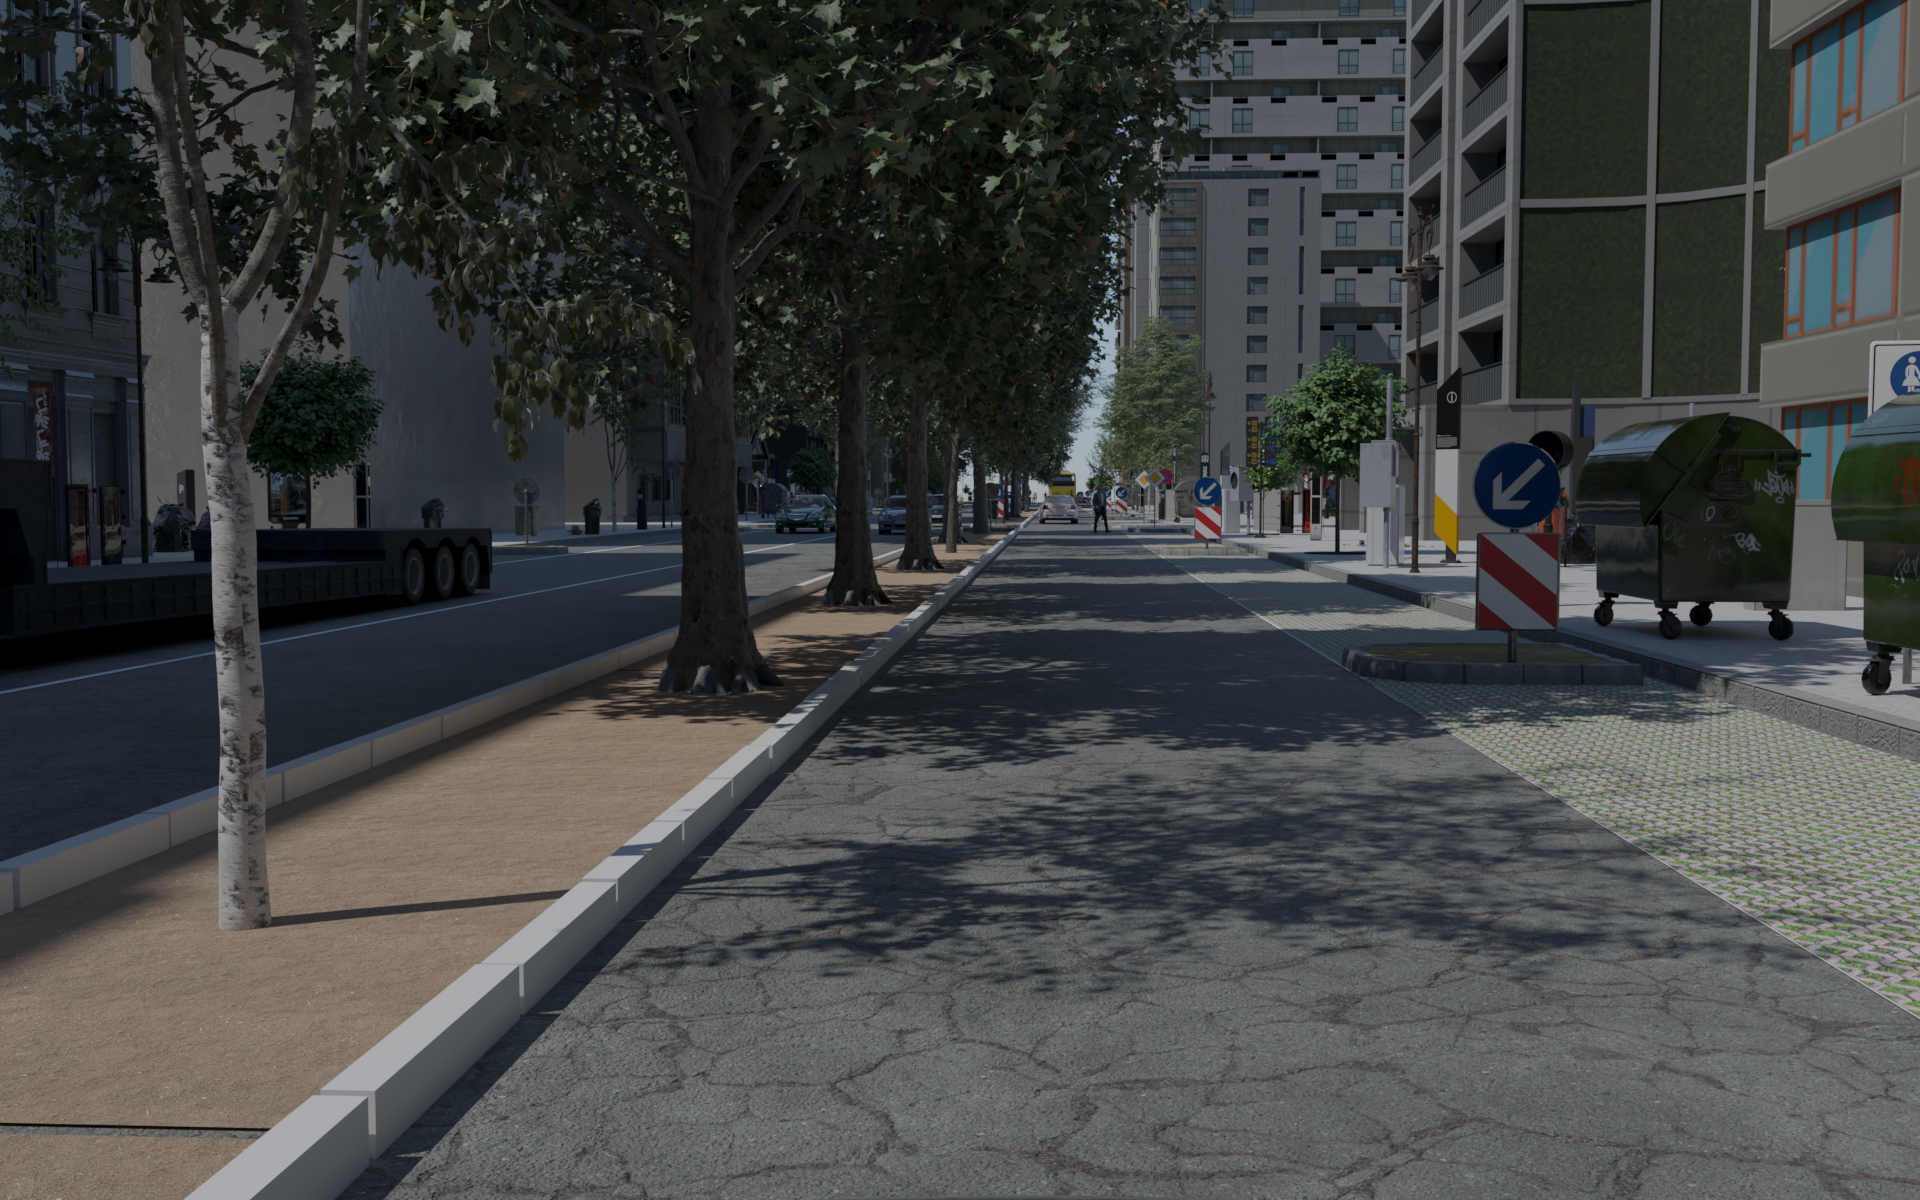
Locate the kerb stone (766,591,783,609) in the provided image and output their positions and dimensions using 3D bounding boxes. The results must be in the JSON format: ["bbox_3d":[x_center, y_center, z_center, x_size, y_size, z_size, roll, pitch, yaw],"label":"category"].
[{"bbox_3d":[-2.400,0.024,21.804,0.120,0.150,1.000,0,4,3],"label":"kerb stone"}]

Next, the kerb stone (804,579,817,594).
[{"bbox_3d":[-2.223,-0.164,24.870,0.120,0.150,1.000,0,4,3],"label":"kerb stone"}]

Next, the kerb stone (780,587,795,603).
[{"bbox_3d":[-2.343,-0.039,22.828,0.120,0.150,1.000,0,4,3],"label":"kerb stone"}]

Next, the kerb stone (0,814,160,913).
[{"bbox_3d":[-3.260,0.963,6.451,0.120,0.150,1.000,0,4,3],"label":"kerb stone"}]

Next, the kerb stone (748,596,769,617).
[{"bbox_3d":[-2.460,0.086,20.783,0.120,0.150,1.000,0,4,3],"label":"kerb stone"}]

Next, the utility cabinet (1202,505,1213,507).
[{"bbox_3d":[11.713,-4.402,83.133,1.020,1.237,0.306,-3,5,-41],"label":"utility cabinet"}]

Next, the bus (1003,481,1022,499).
[{"bbox_3d":[6.201,-13.363,213.336,2.948,3.499,13.247,0,4,3],"label":"bus"}]

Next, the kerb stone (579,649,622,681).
[{"bbox_3d":[-2.862,0.525,13.604,0.120,0.150,1.000,0,4,3],"label":"kerb stone"}]

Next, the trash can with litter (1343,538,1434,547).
[{"bbox_3d":[10.386,-1.923,42.492,1.678,1.210,2.233,-2,4,-31],"label":"trash can with litter"}]

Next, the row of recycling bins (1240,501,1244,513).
[{"bbox_3d":[17.882,-6.794,118.201,1.069,1.692,3.534,-3,5,-44],"label":"row of recycling bins"}]

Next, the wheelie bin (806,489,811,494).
[{"bbox_3d":[-9.105,-5.750,101.927,0.693,1.594,0.980,1,4,19],"label":"wheelie bin"}]

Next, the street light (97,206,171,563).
[{"bbox_3d":[-13.334,-3.388,28.175,0.468,5.910,1.993,0,4,3],"label":"street light"}]

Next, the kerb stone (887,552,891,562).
[{"bbox_3d":[-1.592,-0.852,36.127,0.120,0.150,1.000,0,4,3],"label":"kerb stone"}]

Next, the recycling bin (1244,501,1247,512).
[{"bbox_3d":[20.155,-6.849,124.538,0.722,1.027,0.722,-1,4,-16],"label":"recycling bin"}]

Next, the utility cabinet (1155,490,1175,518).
[{"bbox_3d":[10.827,-5.044,91.141,1.173,1.500,0.318,1,4,11],"label":"utility cabinet"}]

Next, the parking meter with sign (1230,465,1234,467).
[{"bbox_3d":[16.287,-6.687,105.601,0.543,3.016,1.738,0,4,0],"label":"parking meter with sign"}]

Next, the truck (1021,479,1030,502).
[{"bbox_3d":[9.942,-17.892,282.291,2.967,4.110,18.799,0,4,3],"label":"truck"}]

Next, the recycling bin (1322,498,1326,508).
[{"bbox_3d":[22.065,-5.716,106.009,0.722,1.027,0.722,0,4,1],"label":"recycling bin"}]

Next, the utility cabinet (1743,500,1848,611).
[{"bbox_3d":[9.226,-0.487,19.127,1.020,1.237,0.306,0,4,-1],"label":"utility cabinet"}]

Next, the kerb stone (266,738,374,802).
[{"bbox_3d":[-3.148,0.838,8.499,0.120,0.150,1.000,0,4,3],"label":"kerb stone"}]

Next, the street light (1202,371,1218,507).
[{"bbox_3d":[9.332,-5.631,64.847,0.468,5.910,1.993,0,4,3],"label":"street light"}]

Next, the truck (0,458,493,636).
[{"bbox_3d":[-8.572,-1.587,15.698,2.967,4.110,18.799,0,4,4],"label":"truck"}]

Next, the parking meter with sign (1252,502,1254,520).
[{"bbox_3d":[15.096,-5.589,87.649,0.543,3.016,1.738,1,4,17],"label":"parking meter with sign"}]

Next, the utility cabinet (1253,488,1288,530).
[{"bbox_3d":[10.937,-3.201,61.011,1.173,1.500,0.318,1,4,11],"label":"utility cabinet"}]

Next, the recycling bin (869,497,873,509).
[{"bbox_3d":[-7.844,-8.170,146.131,0.722,1.027,0.722,-3,4,-36],"label":"recycling bin"}]

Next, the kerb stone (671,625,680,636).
[{"bbox_3d":[-2.692,0.338,16.676,0.120,0.150,1.000,0,4,3],"label":"kerb stone"}]

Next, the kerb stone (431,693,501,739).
[{"bbox_3d":[-3.028,0.714,10.542,0.120,0.150,1.000,0,4,3],"label":"kerb stone"}]

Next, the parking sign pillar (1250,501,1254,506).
[{"bbox_3d":[23.968,-9.406,142.266,1.447,3.967,1.447,-3,4,-38],"label":"parking sign pillar"}]

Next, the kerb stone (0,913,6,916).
[{"bbox_3d":[-3.322,1.035,5.420,0.120,0.150,1.000,0,4,3],"label":"kerb stone"}]

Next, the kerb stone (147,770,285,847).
[{"bbox_3d":[-3.211,0.900,7.479,0.120,0.150,1.000,0,4,3],"label":"kerb stone"}]

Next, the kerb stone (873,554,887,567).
[{"bbox_3d":[-1.641,-0.790,35.106,0.120,0.150,1.000,0,4,3],"label":"kerb stone"}]

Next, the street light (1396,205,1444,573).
[{"bbox_3d":[7.403,-3.378,28.018,0.468,5.910,1.993,0,4,3],"label":"street light"}]

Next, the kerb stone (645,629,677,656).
[{"bbox_3d":[-2.750,0.400,15.648,0.120,0.150,1.000,0,4,3],"label":"kerb stone"}]

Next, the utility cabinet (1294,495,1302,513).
[{"bbox_3d":[22.963,-6.537,118.034,0.306,1.237,1.020,-1,4,-17],"label":"utility cabinet"}]

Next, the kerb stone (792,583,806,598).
[{"bbox_3d":[-2.287,-0.101,23.850,0.120,0.150,1.000,0,4,3],"label":"kerb stone"}]

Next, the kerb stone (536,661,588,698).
[{"bbox_3d":[-2.917,0.588,12.583,0.120,0.150,1.000,0,4,3],"label":"kerb stone"}]

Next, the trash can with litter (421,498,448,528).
[{"bbox_3d":[-14.730,-2.233,47.896,0.624,1.170,1.055,2,4,28],"label":"trash can with litter"}]

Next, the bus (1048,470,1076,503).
[{"bbox_3d":[10.369,-11.323,176.677,2.896,3.916,12.252,0,4,2],"label":"bus"}]

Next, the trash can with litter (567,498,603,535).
[{"bbox_3d":[-11.819,-2.642,54.577,1.055,1.170,0.624,-2,4,-24],"label":"trash can with litter"}]

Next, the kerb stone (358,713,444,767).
[{"bbox_3d":[-3.090,0.776,9.521,0.120,0.150,1.000,0,4,3],"label":"kerb stone"}]

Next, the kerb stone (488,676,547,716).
[{"bbox_3d":[-2.979,0.654,11.563,0.120,0.150,1.000,0,4,3],"label":"kerb stone"}]

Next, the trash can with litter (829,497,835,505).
[{"bbox_3d":[-8.437,-6.373,115.581,1.055,1.170,0.624,3,5,43],"label":"trash can with litter"}]

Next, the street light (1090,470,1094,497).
[{"bbox_3d":[23.162,-20.460,307.301,0.468,5.910,1.993,0,4,3],"label":"street light"}]

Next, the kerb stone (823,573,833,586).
[{"bbox_3d":[-2.120,-0.287,26.913,0.120,0.150,1.000,0,4,3],"label":"kerb stone"}]

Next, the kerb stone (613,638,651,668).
[{"bbox_3d":[-2.804,0.463,14.625,0.120,0.150,1.000,0,4,3],"label":"kerb stone"}]

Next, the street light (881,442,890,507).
[{"bbox_3d":[-6.520,-10.745,148.468,0.468,5.910,1.993,0,4,3],"label":"street light"}]

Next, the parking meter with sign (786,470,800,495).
[{"bbox_3d":[-11.646,-7.722,122.522,0.543,3.016,1.738,-2,4,-35],"label":"parking meter with sign"}]

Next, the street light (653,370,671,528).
[{"bbox_3d":[-11.111,-5.627,64.788,0.468,5.910,1.993,0,4,3],"label":"street light"}]

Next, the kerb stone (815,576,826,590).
[{"bbox_3d":[-2.171,-0.226,25.892,0.120,0.150,1.000,0,4,3],"label":"kerb stone"}]
